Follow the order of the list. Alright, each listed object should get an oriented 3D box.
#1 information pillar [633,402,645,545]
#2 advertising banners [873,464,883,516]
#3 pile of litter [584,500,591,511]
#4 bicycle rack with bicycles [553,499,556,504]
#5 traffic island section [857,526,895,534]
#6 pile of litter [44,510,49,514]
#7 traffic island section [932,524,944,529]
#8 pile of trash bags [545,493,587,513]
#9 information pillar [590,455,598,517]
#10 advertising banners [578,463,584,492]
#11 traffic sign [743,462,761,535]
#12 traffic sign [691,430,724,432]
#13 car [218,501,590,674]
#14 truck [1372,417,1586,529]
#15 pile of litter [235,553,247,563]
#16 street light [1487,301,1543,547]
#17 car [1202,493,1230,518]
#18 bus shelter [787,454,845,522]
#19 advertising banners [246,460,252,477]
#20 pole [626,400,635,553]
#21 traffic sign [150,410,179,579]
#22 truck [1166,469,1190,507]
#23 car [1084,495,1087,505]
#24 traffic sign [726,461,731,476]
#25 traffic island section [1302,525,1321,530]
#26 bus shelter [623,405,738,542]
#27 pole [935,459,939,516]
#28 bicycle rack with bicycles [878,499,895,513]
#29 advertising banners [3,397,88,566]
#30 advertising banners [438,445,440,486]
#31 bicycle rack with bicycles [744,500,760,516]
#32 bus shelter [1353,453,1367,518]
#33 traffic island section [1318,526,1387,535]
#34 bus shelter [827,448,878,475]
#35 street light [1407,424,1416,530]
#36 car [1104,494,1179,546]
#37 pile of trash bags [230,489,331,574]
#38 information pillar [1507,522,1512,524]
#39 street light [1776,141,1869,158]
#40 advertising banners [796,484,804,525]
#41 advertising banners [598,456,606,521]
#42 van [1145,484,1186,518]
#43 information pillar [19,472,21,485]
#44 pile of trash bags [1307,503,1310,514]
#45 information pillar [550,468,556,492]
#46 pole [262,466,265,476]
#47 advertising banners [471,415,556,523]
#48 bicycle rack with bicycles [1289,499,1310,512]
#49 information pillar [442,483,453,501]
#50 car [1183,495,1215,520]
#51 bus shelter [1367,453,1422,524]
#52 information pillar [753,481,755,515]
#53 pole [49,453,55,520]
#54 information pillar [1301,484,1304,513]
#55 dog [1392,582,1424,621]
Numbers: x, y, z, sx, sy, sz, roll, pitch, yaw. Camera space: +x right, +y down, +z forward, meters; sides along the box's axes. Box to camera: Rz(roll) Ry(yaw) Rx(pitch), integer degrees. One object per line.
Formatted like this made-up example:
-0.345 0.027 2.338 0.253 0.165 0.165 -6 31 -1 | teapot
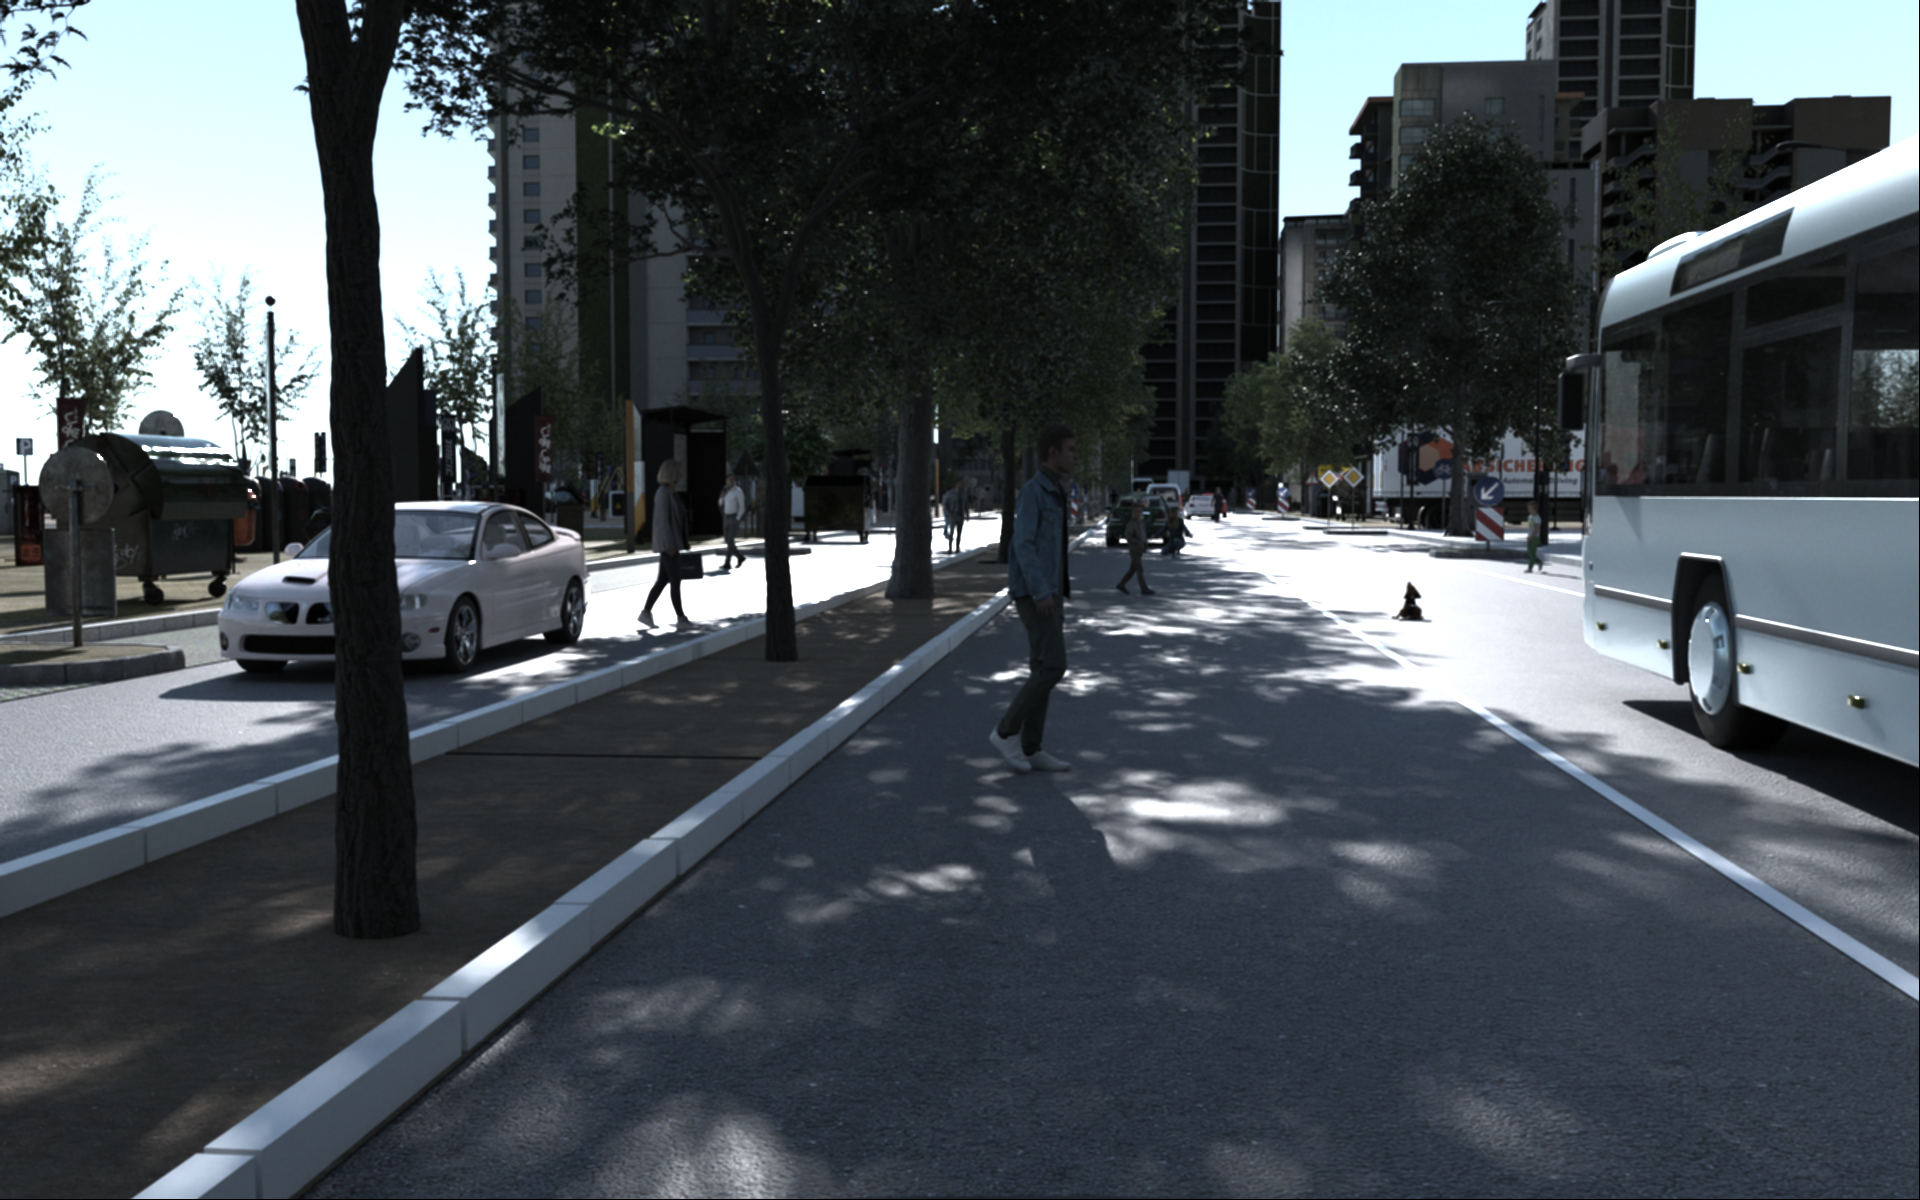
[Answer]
-8.146 -3.217 43.949 0.183 3.616 0.504 -2 4 -35 | information pillar
-4.790 -6.289 99.009 0.090 3.025 2.074 1 4 18 | advertising banners
-28.376 -7.154 130.927 1.719 0.858 1.176 1 4 21 | pile of litter
-30.079 -7.055 128.724 2.925 0.926 2.852 1 4 20 | bicycle rack with bicycles
-2.563 -2.523 63.529 2.009 0.180 2.903 0 4 6 | traffic island section
-60.037 -6.060 113.047 1.719 0.858 1.176 2 4 33 | pile of litter
-1.739 -3.009 71.471 2.009 0.180 2.903 0 4 6 | traffic island section
-27.028 -6.637 118.267 3.447 1.369 1.912 1 4 18 | pile of trash bags
-20.370 -6.420 96.327 0.504 3.616 0.183 2 4 34 | information pillar
-22.947 -6.510 102.627 0.090 3.025 2.074 2 4 27 | advertising banners
-6.538 -3.200 54.454 0.606 2.300 0.079 1 4 10 | traffic sign
-8.595 -3.751 55.204 2.265 3.308 0.079 1 4 10 | traffic sign
-4.734 -0.186 15.401 2.083 1.381 4.827 0 4 5 | car
21.250 -4.627 64.568 11.283 4.237 2.839 0 4 5 | truck
-14.178 -1.139 32.595 1.719 0.858 1.176 3 5 42 | pile of litter
13.404 -4.239 41.844 1.470 5.913 1.316 0 4 6 | street light
15.639 -6.016 107.405 2.155 1.783 4.494 0 4 7 | car
-6.881 -5.357 81.515 2.014 3.302 5.546 0 4 6 | bus shelter
-36.633 -5.626 88.168 0.090 3.025 2.074 1 4 12 | advertising banners
-7.165 -2.679 37.642 0.158 3.312 0.155 0 3 0 | pole
-12.085 -1.596 26.206 0.768 2.556 0.104 1 4 9 | traffic sign
24.868 -12.747 197.328 2.839 4.237 11.283 0 4 7 | truck
14.452 -11.500 200.393 2.083 1.381 4.827 0 4 5 | car
-8.769 -3.873 63.437 0.768 2.556 0.104 1 4 11 | traffic sign
14.863 -2.903 69.749 2.009 0.180 2.903 0 4 6 | traffic island section
-7.798 -3.525 48.910 1.731 3.624 6.357 0 4 6 | bus shelter
-1.334 -6.493 100.009 0.158 3.312 0.155 0 3 0 | pole
-5.514 -6.247 115.524 2.852 0.926 2.925 3 4 37 | bicycle rack with bicycles
-16.738 -2.132 31.039 2.074 3.025 0.090 -2 4 -29 | advertising banners
-18.987 -3.984 61.333 2.074 3.025 0.090 3 5 39 | advertising banners
-12.836 -5.304 100.101 2.925 0.926 2.852 -1 4 -15 | bicycle rack with bicycles
22.084 -6.969 91.569 2.179 5.291 8.768 0 4 6 | bus shelter
14.039 -2.418 61.807 2.009 0.180 2.903 0 4 6 | traffic island section
-5.622 -6.122 91.374 1.731 3.624 6.357 0 4 6 | bus shelter
15.496 -5.436 61.420 1.470 5.913 1.316 0 4 6 | street light
5.112 -2.274 48.976 2.131 1.459 4.920 0 4 8 | car
-10.295 -1.124 28.124 3.447 1.369 1.912 0 4 -2 | pile of trash bags
23.908 -4.307 74.904 0.304 2.012 0.304 -1 4 -15 | information pillar
11.454 -3.082 22.931 1.470 5.913 1.316 0 4 6 | street light
-6.176 -4.689 72.847 2.074 3.025 0.090 -3 5 -41 | advertising banners
-16.853 -5.217 81.493 0.090 3.025 2.074 0 4 -3 | advertising banners
8.332 -3.945 71.505 2.013 2.044 4.112 0 4 5 | van
-31.800 -3.293 58.328 0.304 2.012 0.304 -1 4 -23 | information pillar
22.772 -6.019 108.160 1.912 1.369 3.447 0 4 5 | pile of trash bags
-32.684 -9.031 139.015 0.504 3.616 0.183 0 3 0 | information pillar
-51.294 -8.185 127.674 0.158 3.312 0.155 0 3 0 | pole
-9.714 -2.546 37.822 2.074 3.025 0.090 -3 5 -43 | advertising banners
27.459 -7.711 139.456 2.925 0.926 2.852 0 4 -4 | bicycle rack with bicycles
-15.365 -2.903 51.949 0.304 2.012 0.304 -1 4 -21 | information pillar
13.712 -5.261 98.382 2.083 1.381 4.827 0 4 4 | car
20.011 -6.101 77.379 2.179 5.291 8.768 0 4 6 | bus shelter
-12.941 -7.176 108.679 0.183 3.616 0.504 -1 4 -12 | information pillar
-45.434 -5.678 86.683 0.158 3.312 0.155 0 3 0 | pole
23.276 -6.892 117.177 0.304 2.012 0.304 3 5 42 | information pillar
5.113 0.015 19.947 0.748 0.427 0.550 -3 4 -37 | dog
